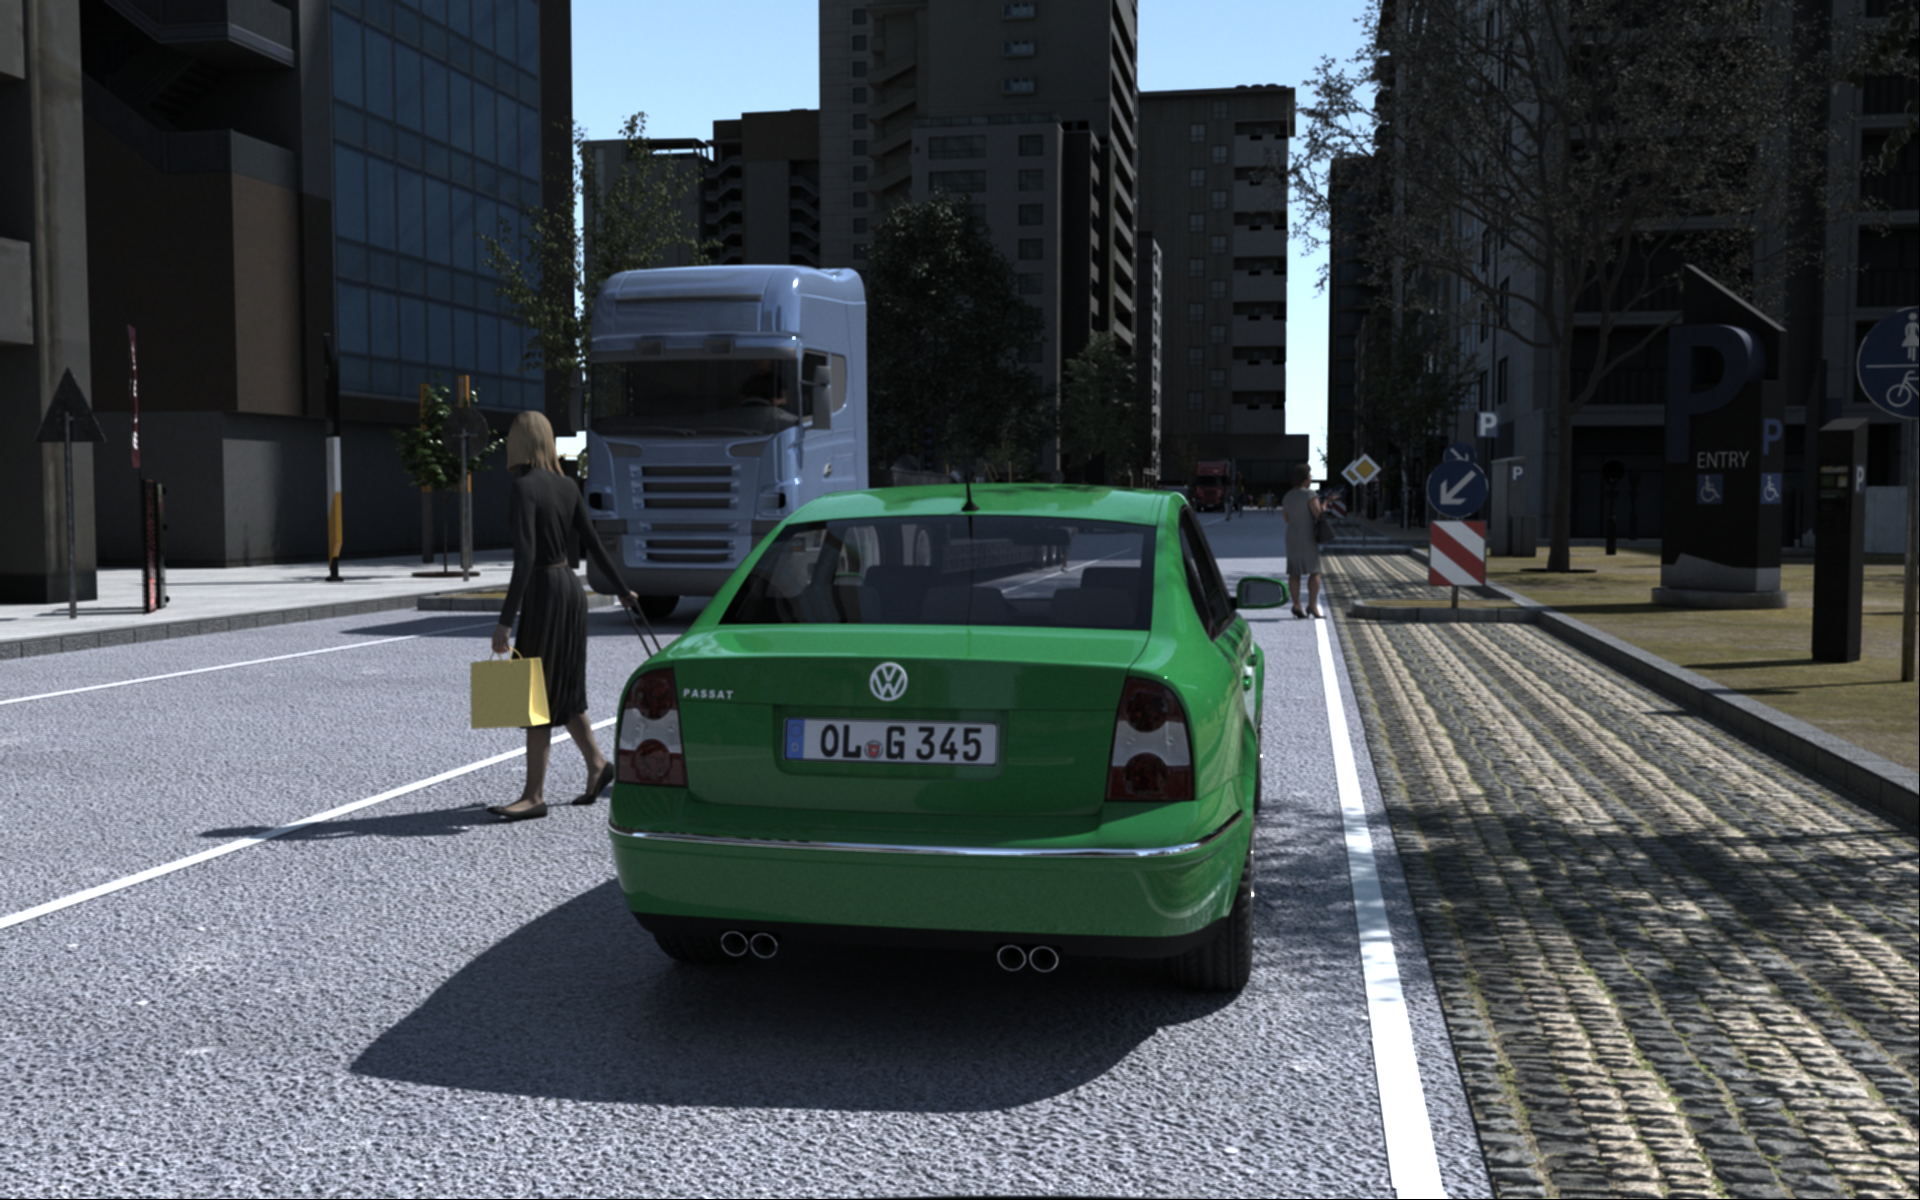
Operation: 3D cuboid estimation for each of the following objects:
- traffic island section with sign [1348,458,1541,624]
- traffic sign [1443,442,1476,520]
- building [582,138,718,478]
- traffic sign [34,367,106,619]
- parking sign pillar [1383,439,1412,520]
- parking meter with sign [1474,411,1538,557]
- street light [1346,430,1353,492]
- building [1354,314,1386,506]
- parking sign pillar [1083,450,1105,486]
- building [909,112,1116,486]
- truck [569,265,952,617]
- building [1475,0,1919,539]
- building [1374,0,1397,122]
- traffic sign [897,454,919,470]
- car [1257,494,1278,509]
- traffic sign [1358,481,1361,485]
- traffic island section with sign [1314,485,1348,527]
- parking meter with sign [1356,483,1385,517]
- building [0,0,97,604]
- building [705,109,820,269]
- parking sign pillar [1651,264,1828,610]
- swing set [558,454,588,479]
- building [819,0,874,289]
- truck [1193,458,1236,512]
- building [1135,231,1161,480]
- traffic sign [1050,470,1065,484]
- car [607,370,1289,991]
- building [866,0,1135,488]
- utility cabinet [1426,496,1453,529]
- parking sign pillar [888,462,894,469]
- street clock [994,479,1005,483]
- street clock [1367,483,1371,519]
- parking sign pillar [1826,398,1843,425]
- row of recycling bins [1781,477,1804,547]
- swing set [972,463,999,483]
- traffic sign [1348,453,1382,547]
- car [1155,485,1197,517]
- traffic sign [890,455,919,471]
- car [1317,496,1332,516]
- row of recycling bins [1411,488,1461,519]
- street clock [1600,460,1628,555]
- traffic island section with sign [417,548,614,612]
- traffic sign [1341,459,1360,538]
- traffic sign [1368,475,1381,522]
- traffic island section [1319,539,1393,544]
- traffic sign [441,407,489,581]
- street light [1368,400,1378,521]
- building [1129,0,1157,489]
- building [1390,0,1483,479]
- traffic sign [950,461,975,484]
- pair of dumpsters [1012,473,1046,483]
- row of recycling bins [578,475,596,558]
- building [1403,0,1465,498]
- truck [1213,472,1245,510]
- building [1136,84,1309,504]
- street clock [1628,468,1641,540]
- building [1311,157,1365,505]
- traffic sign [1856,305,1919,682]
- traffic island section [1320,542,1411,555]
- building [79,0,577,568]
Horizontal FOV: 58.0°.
[{"bbox_3d":[5.594,-0.704,20.133,1.989,1.847,2.006,1,4,11],"label":"traffic island section with sign"},{"bbox_3d":[12.132,-2.569,42.108,0.768,2.556,0.104,1,4,13],"label":"traffic sign"},{"bbox_3d":[-34.584,-31.697,201.841,14.086,41.232,14.154,1,4,11],"label":"building"},{"bbox_3d":[-9.129,-1.086,17.753,0.884,2.594,0.081,1,4,16],"label":"traffic sign"},{"bbox_3d":[21.495,-5.899,84.924,1.447,3.967,1.447,-2,4,-27],"label":"parking sign pillar"},{"bbox_3d":[11.335,-2.421,35.844,0.543,3.016,1.738,-1,4,-15],"label":"parking meter with sign"},{"bbox_3d":[27.648,-9.186,122.984,0.468,5.910,1.993,1,4,11],"label":"street light"},{"bbox_3d":[55.184,-20.373,178.132,27.650,21.520,28.899,1,4,11],"label":"building"},{"bbox_3d":[8.222,-7.219,106.503,1.447,3.967,1.447,0,4,-5],"label":"parking sign pillar"},{"bbox_3d":[4.398,-22.224,135.062,14.160,30.474,14.107,1,4,11],"label":"building"},{"bbox_3d":[-0.979,-2.254,26.613,2.967,4.110,18.799,1,4,13],"label":"truck"},{"bbox_3d":[28.614,-37.738,55.265,20.611,71.187,20.563,1,4,11],"label":"building"},{"bbox_3d":[47.091,-30.275,149.624,22.147,44.769,28.867,1,4,11],"label":"building"},{"bbox_3d":[-1.680,-3.360,55.050,0.768,2.556,0.104,1,4,11],"label":"traffic sign"},{"bbox_3d":[29.535,-9.551,166.384,2.015,1.641,3.980,1,4,11],"label":"car"},{"bbox_3d":[23.581,-6.176,100.983,0.884,2.594,0.081,1,4,15],"label":"traffic sign"},{"bbox_3d":[16.265,-4.055,74.920,1.989,1.847,2.006,1,4,11],"label":"traffic island section with sign"},{"bbox_3d":[22.943,-6.142,96.685,1.738,3.016,0.543,3,4,39],"label":"parking meter with sign"},{"bbox_3d":[-22.904,-23.702,11.233,21.300,48.544,21.600,1,4,11],"label":"building"},{"bbox_3d":[-20.086,-33.575,199.063,14.200,45.320,14.600,1,4,11],"label":"building"},{"bbox_3d":[8.723,-1.916,19.800,1.447,3.967,1.447,-2,4,-28],"label":"parking sign pillar"},{"bbox_3d":[-15.283,-4.408,69.692,2.862,2.851,3.119,1,4,16],"label":"swing set"},{"bbox_3d":[-2.858,-46.057,191.279,20.611,71.187,20.563,1,4,11],"label":"building"},{"bbox_3d":[20.457,-9.148,138.475,2.839,4.237,11.283,1,4,13],"label":"truck"},{"bbox_3d":[15.106,-25.751,192.733,14.107,30.474,14.160,1,4,11],"label":"building"},{"bbox_3d":[5.130,-5.583,91.392,0.768,2.556,0.104,1,4,15],"label":"traffic sign"},{"bbox_3d":[0.236,0.141,6.489,1.959,1.807,4.718,1,4,11],"label":"car"},{"bbox_3d":[3.688,-32.361,152.803,21.300,48.544,21.600,1,4,11],"label":"building"},{"bbox_3d":[17.695,-3.219,63.788,1.020,1.237,0.306,0,4,-2],"label":"utility cabinet"},{"bbox_3d":[-4.181,-7.233,106.726,1.447,3.967,1.447,-1,4,-17],"label":"parking sign pillar"},{"bbox_3d":[1.864,-4.725,81.824,0.471,2.002,0.358,-2,4,-25],"label":"street clock"},{"bbox_3d":[20.773,-5.092,87.829,0.358,2.002,0.471,1,4,11],"label":"street clock"},{"bbox_3d":[17.600,-2.869,35.387,1.447,3.967,1.447,1,4,16],"label":"parking sign pillar"},{"bbox_3d":[18.340,-2.012,40.016,3.534,1.692,1.069,2,4,27],"label":"row of recycling bins"},{"bbox_3d":[1.354,-5.516,87.808,2.862,2.851,3.119,0,4,8],"label":"swing set"},{"bbox_3d":[9.873,-2.362,42.268,0.795,2.450,0.064,1,4,11],"label":"traffic sign"},{"bbox_3d":[9.415,-4.176,76.948,2.281,1.827,5.304,1,4,11],"label":"car"},{"bbox_3d":[-1.455,-2.498,44.487,0.795,2.450,0.064,1,4,11],"label":"traffic sign"},{"bbox_3d":[23.069,-6.026,111.105,1.945,1.354,3.894,1,4,10],"label":"car"},{"bbox_3d":[24.021,-5.026,89.287,3.534,1.692,1.069,0,4,6],"label":"row of recycling bins"},{"bbox_3d":[13.721,-1.950,36.451,0.471,2.002,0.358,1,4,16],"label":"street clock"},{"bbox_3d":[-5.521,-0.820,22.040,1.989,1.847,2.006,1,4,11],"label":"traffic island section with sign"},{"bbox_3d":[11.400,-2.842,50.106,0.795,2.450,0.064,1,4,11],"label":"traffic sign"},{"bbox_3d":[19.154,-4.927,80.565,0.884,2.594,0.081,1,4,17],"label":"traffic sign"},{"bbox_3d":[11.425,-1.706,50.178,2.009,0.180,2.903,1,4,11],"label":"traffic island section"},{"bbox_3d":[-7.264,-1.547,25.394,0.768,2.556,0.104,1,4,15],"label":"traffic sign"},{"bbox_3d":[19.984,-6.787,83.752,0.468,5.910,1.993,1,4,11],"label":"street light"},{"bbox_3d":[9.238,-44.938,172.995,20.563,71.187,20.611,1,4,11],"label":"building"},{"bbox_3d":[39.779,-29.293,129.053,14.600,45.320,14.200,1,4,11],"label":"building"},{"bbox_3d":[0.072,-2.978,52.325,0.795,2.450,0.064,1,4,11],"label":"traffic sign"},{"bbox_3d":[3.157,-4.687,79.134,1.574,2.255,4.437,1,4,11],"label":"pair of dumpsters"},{"bbox_3d":[-7.624,-1.707,35.024,3.534,1.692,1.069,2,4,32],"label":"row of recycling bins"},{"bbox_3d":[39.111,-29.694,105.102,23.786,49.044,30.456,1,4,11],"label":"building"},{"bbox_3d":[23.780,-9.696,154.450,3.469,3.379,9.791,1,4,11],"label":"truck"},{"bbox_3d":[31.476,-38.872,224.800,27.495,52.752,28.713,1,4,11],"label":"building"},{"bbox_3d":[18.713,-2.662,48.098,0.358,2.002,0.471,1,4,9],"label":"street clock"},{"bbox_3d":[58.799,-34.346,216.179,28.867,44.769,22.147,1,4,11],"label":"building"},{"bbox_3d":[6.497,-0.715,11.795,0.768,2.556,0.104,1,4,19],"label":"traffic sign"},{"bbox_3d":[9.898,-1.227,42.340,2.009,0.180,2.903,1,4,11],"label":"traffic island section"},{"bbox_3d":[-17.874,-23.645,36.708,14.200,45.320,14.600,1,4,11],"label":"building"}]
